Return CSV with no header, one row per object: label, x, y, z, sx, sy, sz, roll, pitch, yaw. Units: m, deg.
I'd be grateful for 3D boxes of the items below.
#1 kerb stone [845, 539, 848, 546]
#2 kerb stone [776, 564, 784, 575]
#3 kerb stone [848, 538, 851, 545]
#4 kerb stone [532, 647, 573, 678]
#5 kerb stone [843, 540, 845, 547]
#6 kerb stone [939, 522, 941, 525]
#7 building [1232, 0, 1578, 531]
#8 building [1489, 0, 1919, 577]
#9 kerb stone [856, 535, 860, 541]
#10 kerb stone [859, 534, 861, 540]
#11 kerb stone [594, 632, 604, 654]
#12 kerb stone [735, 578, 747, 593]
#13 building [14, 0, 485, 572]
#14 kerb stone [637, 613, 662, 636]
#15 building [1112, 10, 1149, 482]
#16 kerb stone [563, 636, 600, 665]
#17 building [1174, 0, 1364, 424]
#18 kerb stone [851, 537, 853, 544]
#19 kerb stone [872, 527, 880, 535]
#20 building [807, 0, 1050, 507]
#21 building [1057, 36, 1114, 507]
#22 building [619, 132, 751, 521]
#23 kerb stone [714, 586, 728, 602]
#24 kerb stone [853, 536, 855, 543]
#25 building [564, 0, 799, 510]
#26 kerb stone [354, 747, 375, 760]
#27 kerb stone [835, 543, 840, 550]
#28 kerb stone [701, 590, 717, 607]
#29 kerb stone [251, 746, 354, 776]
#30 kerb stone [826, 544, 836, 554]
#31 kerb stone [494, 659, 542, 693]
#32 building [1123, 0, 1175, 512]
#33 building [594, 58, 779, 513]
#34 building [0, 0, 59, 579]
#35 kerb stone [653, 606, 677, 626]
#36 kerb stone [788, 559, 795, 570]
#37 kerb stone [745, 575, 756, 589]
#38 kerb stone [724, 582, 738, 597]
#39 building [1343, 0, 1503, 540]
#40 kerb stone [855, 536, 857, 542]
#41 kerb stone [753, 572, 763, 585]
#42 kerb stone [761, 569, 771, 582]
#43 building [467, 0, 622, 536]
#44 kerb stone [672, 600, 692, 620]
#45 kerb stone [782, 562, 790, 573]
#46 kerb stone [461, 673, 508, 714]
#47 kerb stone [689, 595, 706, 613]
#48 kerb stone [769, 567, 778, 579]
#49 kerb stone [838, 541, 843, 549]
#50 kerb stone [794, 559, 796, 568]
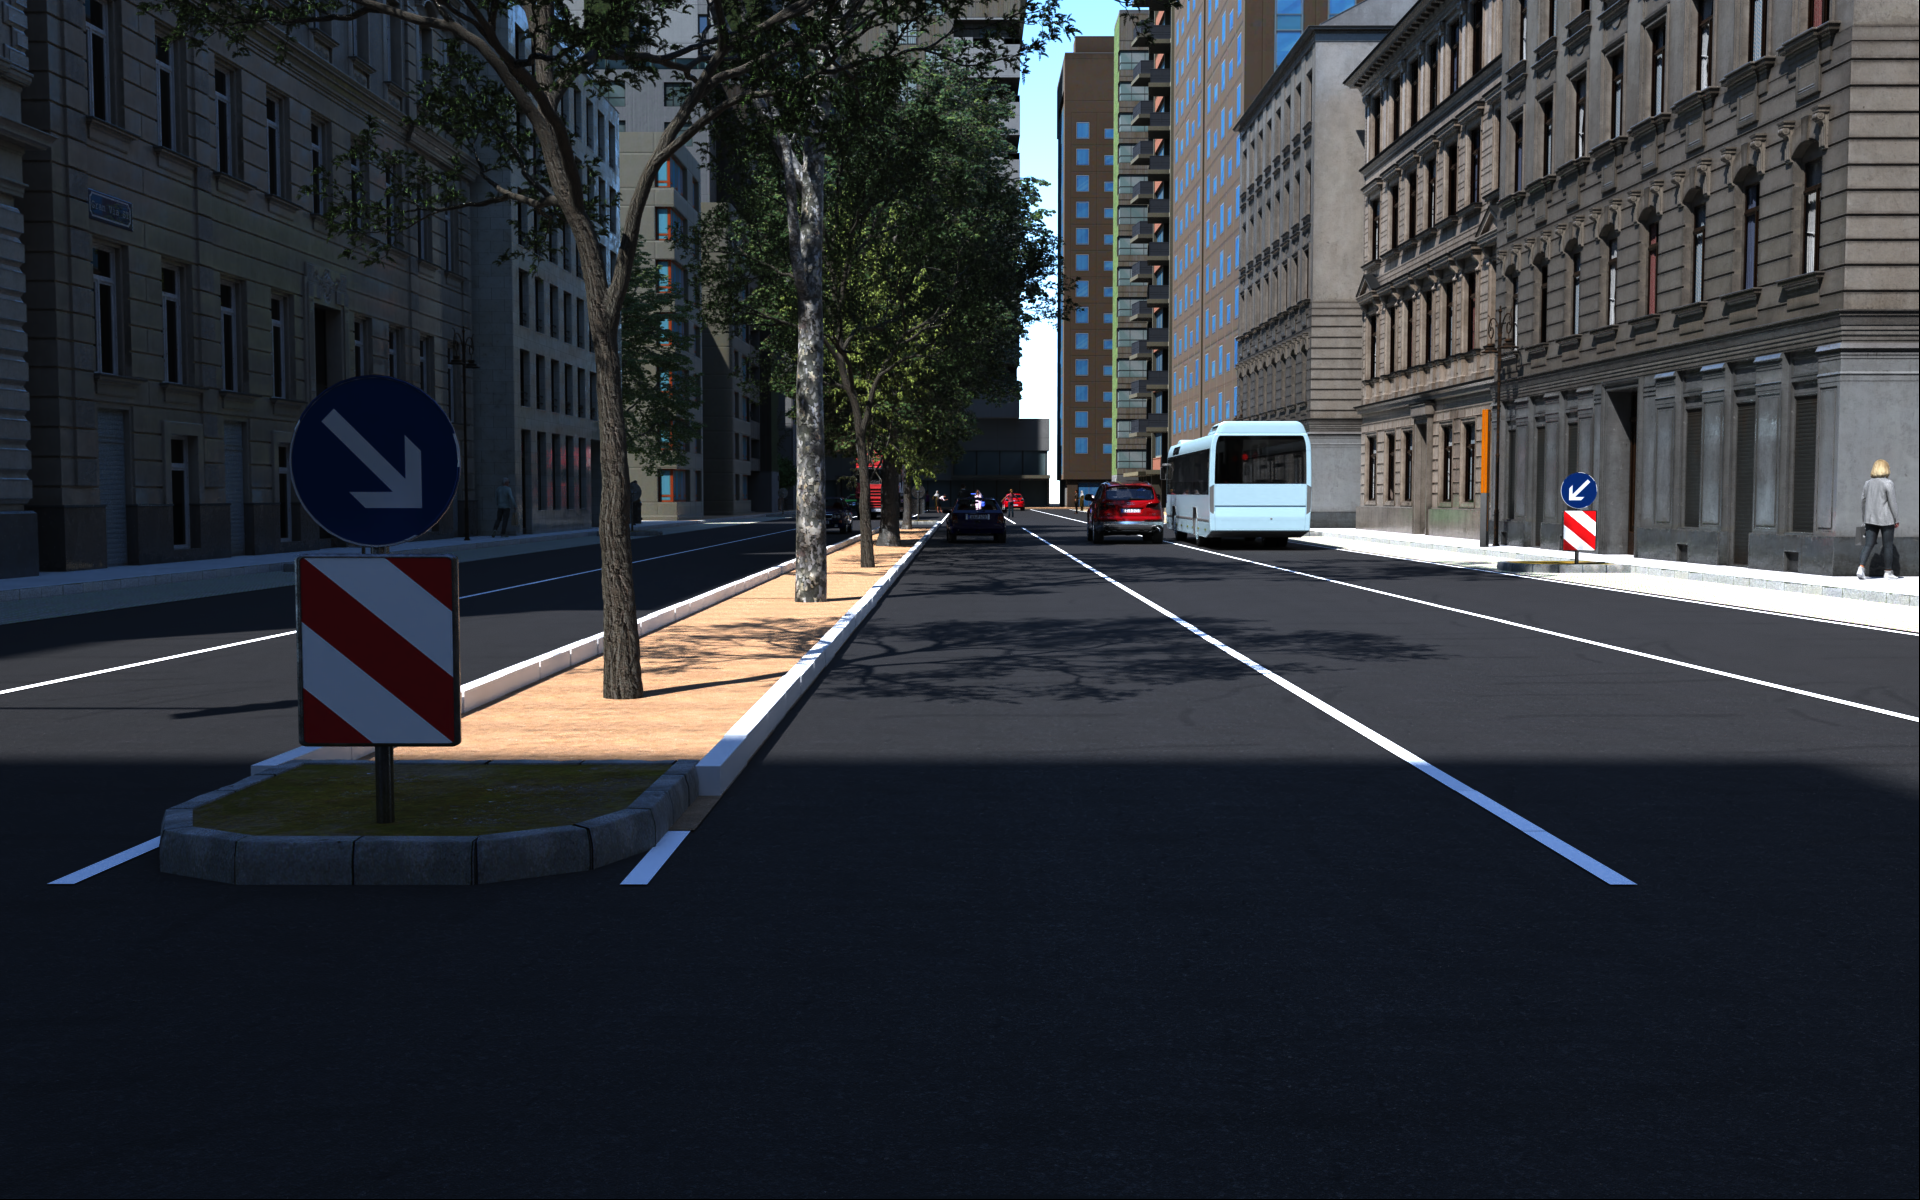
kerb stone,-3.177,-1.491,46.620,0.120,0.150,1.000,0,4,0
kerb stone,-3.234,-0.487,30.216,0.120,0.150,1.000,0,4,0
kerb stone,-3.175,-1.556,47.642,0.120,0.150,1.000,0,4,0
kerb stone,-3.283,0.515,13.811,0.120,0.150,1.000,0,4,0
kerb stone,-3.178,-1.429,45.593,0.120,0.150,1.000,0,4,0
kerb stone,-0.997,-3.126,73.299,0.120,0.150,1.000,0,4,0
building,17.761,-13.711,73.324,9.793,20.994,18.267,0,4,0
building,18.275,-11.377,35.169,9.793,20.994,18.267,0,4,0
kerb stone,-3.165,-1.807,51.738,0.120,0.150,1.000,0,4,0
kerb stone,-3.160,-1.870,52.763,0.120,0.150,1.000,0,4,0
kerb stone,-3.265,0.388,15.865,0.120,0.150,1.000,0,4,0
kerb stone,-3.245,-0.177,25.096,0.120,0.150,1.000,0,4,0
building,-20.362,-14.839,39.880,12.463,27.353,25.104,0,4,0
kerb stone,-3.262,0.268,17.916,0.120,0.150,1.000,0,4,0
building,20.158,-28.558,150.510,14.154,41.232,14.086,0,4,0
kerb stone,-3.275,0.450,14.835,0.120,0.150,1.000,0,4,0
building,20.922,-27.936,106.862,14.600,45.320,14.200,0,4,0
kerb stone,-3.173,-1.619,48.664,0.120,0.150,1.000,0,4,0
kerb stone,-3.123,-2.556,64.039,0.120,0.150,1.000,0,4,0
building,-4.966,-36.078,179.112,27.495,52.752,28.713,0,4,0
building,17.130,-31.994,173.207,14.200,45.320,14.600,0,4,0
building,-27.434,-15.437,97.438,27.650,21.520,28.899,0,4,0
kerb stone,-3.251,-0.051,23.051,0.120,0.150,1.000,0,4,0
kerb stone,-3.170,-1.682,49.690,0.120,0.150,1.000,0,4,0
building,-27.648,-37.056,147.864,28.212,58.520,21.231,0,4,0
kerb stone,-3.293,0.767,9.712,0.120,0.150,1.000,0,4,0
kerb stone,-3.186,-1.306,43.548,0.120,0.150,1.000,0,4,0
kerb stone,-3.251,0.013,22.029,0.120,0.150,1.000,0,4,0
kerb stone,-3.289,0.826,8.685,0.120,0.150,1.000,0,4,0
kerb stone,-3.195,-1.243,42.524,0.120,0.150,1.000,0,4,0
kerb stone,-3.285,0.576,12.781,0.120,0.150,1.000,0,4,0
building,24.269,-28.999,128.754,22.147,44.769,28.867,0,4,0
building,-20.233,-21.217,118.606,14.160,30.474,14.107,0,4,0
building,-19.251,-11.520,17.236,11.050,23.489,19.941,0,4,0
kerb stone,-3.264,0.201,18.943,0.120,0.150,1.000,0,4,0
kerb stone,-3.227,-0.617,32.279,0.120,0.150,1.000,0,4,0
kerb stone,-3.239,-0.236,26.118,0.120,0.150,1.000,0,4,0
kerb stone,-3.249,-0.115,24.073,0.120,0.150,1.000,0,4,0
building,19.212,-11.580,53.965,10.561,19.102,19.286,0,4,0
kerb stone,-3.168,-1.742,50.716,0.120,0.150,1.000,0,4,0
kerb stone,-3.240,-0.303,27.145,0.120,0.150,1.000,0,4,0
kerb stone,-3.236,-0.363,28.167,0.120,0.150,1.000,0,4,0
building,-18.808,-12.617,61.033,10.420,20.320,16.860,0,4,0
kerb stone,-3.256,0.136,19.974,0.120,0.150,1.000,0,4,0
kerb stone,-3.224,-0.545,31.250,0.120,0.150,1.000,0,4,0
kerb stone,-3.281,0.638,11.759,0.120,0.150,1.000,0,4,0
kerb stone,-3.252,0.077,21.005,0.120,0.150,1.000,0,4,0
kerb stone,-3.227,-0.428,29.189,0.120,0.150,1.000,0,4,0
kerb stone,-3.183,-1.369,44.570,0.120,0.150,1.000,0,4,0
kerb stone,-3.212,-0.679,33.302,0.120,0.150,1.000,0,4,0
